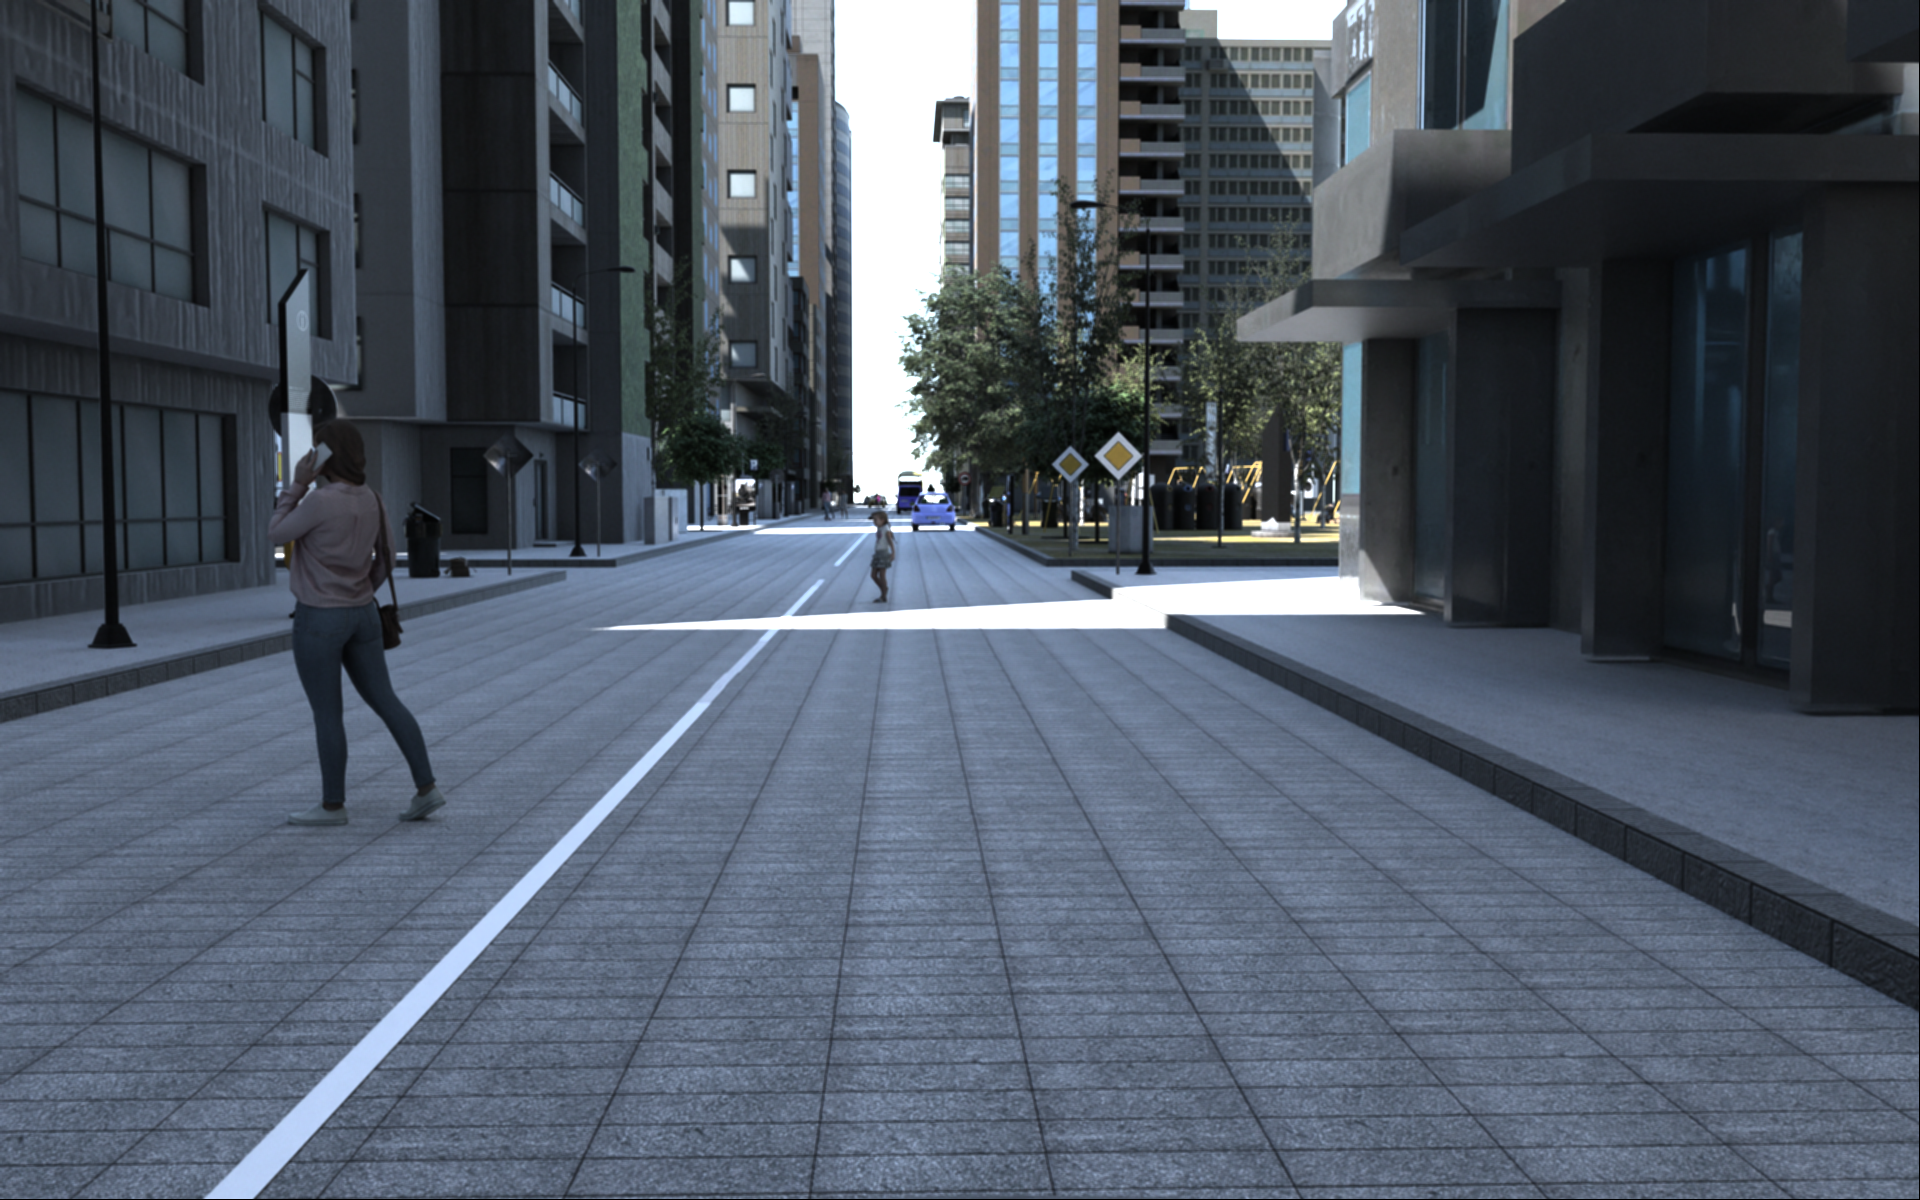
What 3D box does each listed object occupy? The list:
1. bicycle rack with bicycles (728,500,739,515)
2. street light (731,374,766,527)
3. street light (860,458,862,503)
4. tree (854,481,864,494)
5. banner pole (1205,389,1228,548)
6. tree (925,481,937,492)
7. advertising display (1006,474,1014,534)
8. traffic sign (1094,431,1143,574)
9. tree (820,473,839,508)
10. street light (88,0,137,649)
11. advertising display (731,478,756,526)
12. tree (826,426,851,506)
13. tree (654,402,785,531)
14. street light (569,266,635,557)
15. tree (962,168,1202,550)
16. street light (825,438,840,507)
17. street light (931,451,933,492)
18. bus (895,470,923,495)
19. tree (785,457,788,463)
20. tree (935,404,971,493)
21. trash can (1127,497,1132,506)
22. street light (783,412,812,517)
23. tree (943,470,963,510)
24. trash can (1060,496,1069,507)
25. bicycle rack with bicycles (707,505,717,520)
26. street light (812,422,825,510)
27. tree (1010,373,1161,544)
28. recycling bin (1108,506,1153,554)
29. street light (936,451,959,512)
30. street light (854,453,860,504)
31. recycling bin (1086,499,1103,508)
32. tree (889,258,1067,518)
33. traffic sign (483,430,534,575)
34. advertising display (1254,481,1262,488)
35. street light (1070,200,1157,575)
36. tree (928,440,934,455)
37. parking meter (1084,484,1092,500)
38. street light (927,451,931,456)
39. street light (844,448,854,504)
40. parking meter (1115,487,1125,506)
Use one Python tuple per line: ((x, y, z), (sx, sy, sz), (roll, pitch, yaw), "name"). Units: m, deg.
((-14.032, -5.532, 103.836), (2.925, 0.926, 2.852), (-3, 5, -45), "bicycle rack with bicycles")
((-8.189, -5.777, 67.001), (1.470, 5.913, 1.316), (0, 4, -2), "street light")
((-13.323, -15.478, 225.598), (1.470, 5.913, 1.316), (0, 4, -2), "street light")
((-14.579, -15.506, 248.130), (1.663, 3.219, 1.824), (0, 3, 0), "tree")
((6.084, -3.139, 41.345), (0.401, 3.779, 0.863), (3, 5, 43), "banner pole")
((-4.569, -16.440, 263.397), (1.663, 3.219, 1.824), (0, 3, 0), "tree")
((1.616, -3.102, 55.932), (0.123, 1.923, 0.974), (0, 4, -5), "advertising display")
((2.519, -1.467, 27.622), (0.795, 2.450, 0.064), (0, 4, -2), "traffic sign")
((-11.960, -10.102, 159.772), (1.663, 3.219, 1.824), (0, 3, 0), "tree")
((-6.572, -2.558, 14.368), (1.470, 5.913, 1.316), (0, 4, -2), "street light")
((-8.664, -3.927, 69.416), (0.974, 1.923, 0.123), (-1, 4, -13), "advertising display")
((-13.497, -14.447, 186.572), (4.360, 8.622, 3.978), (0, 3, 0), "tree")
((-9.096, -4.687, 60.339), (4.285, 4.588, 4.351), (0, 3, 0), "tree")
((-7.311, -3.846, 35.425), (1.470, 5.913, 1.316), (0, 4, -2), "street light")
((2.475, -5.445, 39.388), (4.360, 8.622, 3.978), (0, 3, 0), "tree")
((-10.760, -10.415, 142.831), (1.470, 5.913, 1.316), (0, 4, -2), "street light")
((-1.640, -11.142, 154.717), (1.470, 5.913, 1.316), (0, 4, -2), "street light")
((-5.198, -11.424, 178.331), (2.896, 3.916, 12.252), (0, 4, -3), "bus")
((-10.677, -6.575, 91.208), (4.285, 4.588, 4.351), (0, 3, 0), "tree")
((1.610, -9.842, 111.273), (4.737, 8.622, 4.395), (0, 3, 0), "tree")
((8.839, -4.875, 91.355), (0.748, 1.137, 0.748), (0, 3, 0), "trash can")
((-9.318, -7.679, 98.086), (1.470, 5.913, 1.316), (0, 4, -2), "street light")
((-0.593, -8.914, 140.342), (1.663, 3.219, 1.824), (0, 3, 0), "tree")
((6.521, -5.921, 108.457), (0.748, 1.137, 0.748), (0, 3, 0), "trash can")
((-13.714, -4.359, 84.652), (2.852, 0.926, 2.925), (-2, 4, -33), "bicycle rack with bicycles")
((-9.655, -8.529, 111.995), (1.470, 5.913, 1.316), (0, 4, -2), "street light")
((3.150, -4.073, 50.301), (4.285, 4.588, 4.351), (0, 3, 0), "tree")
((3.715, -1.536, 37.675), (0.722, 1.027, 0.722), (-2, 4, -33), "recycling bin")
((-0.767, -9.230, 123.459), (1.470, 5.913, 1.316), (0, 4, -2), "street light")
((-12.331, -13.591, 194.759), (1.470, 5.913, 1.316), (0, 4, -2), "street light")
((7.479, -5.116, 96.198), (0.722, 1.027, 0.722), (2, 4, 27), "recycling bin")
((0.938, -11.476, 94.282), (9.857, 13.997, 8.962), (0, 3, 0), "tree")
((-7.121, -1.449, 27.335), (0.795, 2.450, 0.064), (0, 4, -2), "traffic sign")
((15.465, -5.087, 88.378), (0.974, 1.923, 0.123), (-1, 4, -8), "advertising display")
((2.438, -3.366, 27.569), (1.470, 5.913, 1.316), (0, 4, -2), "street light")
((-1.704, -15.004, 195.672), (4.737, 8.622, 4.395), (0, 3, 0), "tree")
((7.184, -5.580, 96.942), (0.399, 1.863, 0.255), (-1, 4, -8), "parking meter")
((-2.792, -13.101, 186.736), (1.470, 5.913, 1.316), (0, 4, -2), "street light")
((-11.683, -12.302, 173.673), (1.470, 5.913, 1.316), (0, 4, -2), "street light")
((5.721, -3.275, 61.957), (0.372, 1.533, 0.369), (0, 3, 0), "parking meter")
